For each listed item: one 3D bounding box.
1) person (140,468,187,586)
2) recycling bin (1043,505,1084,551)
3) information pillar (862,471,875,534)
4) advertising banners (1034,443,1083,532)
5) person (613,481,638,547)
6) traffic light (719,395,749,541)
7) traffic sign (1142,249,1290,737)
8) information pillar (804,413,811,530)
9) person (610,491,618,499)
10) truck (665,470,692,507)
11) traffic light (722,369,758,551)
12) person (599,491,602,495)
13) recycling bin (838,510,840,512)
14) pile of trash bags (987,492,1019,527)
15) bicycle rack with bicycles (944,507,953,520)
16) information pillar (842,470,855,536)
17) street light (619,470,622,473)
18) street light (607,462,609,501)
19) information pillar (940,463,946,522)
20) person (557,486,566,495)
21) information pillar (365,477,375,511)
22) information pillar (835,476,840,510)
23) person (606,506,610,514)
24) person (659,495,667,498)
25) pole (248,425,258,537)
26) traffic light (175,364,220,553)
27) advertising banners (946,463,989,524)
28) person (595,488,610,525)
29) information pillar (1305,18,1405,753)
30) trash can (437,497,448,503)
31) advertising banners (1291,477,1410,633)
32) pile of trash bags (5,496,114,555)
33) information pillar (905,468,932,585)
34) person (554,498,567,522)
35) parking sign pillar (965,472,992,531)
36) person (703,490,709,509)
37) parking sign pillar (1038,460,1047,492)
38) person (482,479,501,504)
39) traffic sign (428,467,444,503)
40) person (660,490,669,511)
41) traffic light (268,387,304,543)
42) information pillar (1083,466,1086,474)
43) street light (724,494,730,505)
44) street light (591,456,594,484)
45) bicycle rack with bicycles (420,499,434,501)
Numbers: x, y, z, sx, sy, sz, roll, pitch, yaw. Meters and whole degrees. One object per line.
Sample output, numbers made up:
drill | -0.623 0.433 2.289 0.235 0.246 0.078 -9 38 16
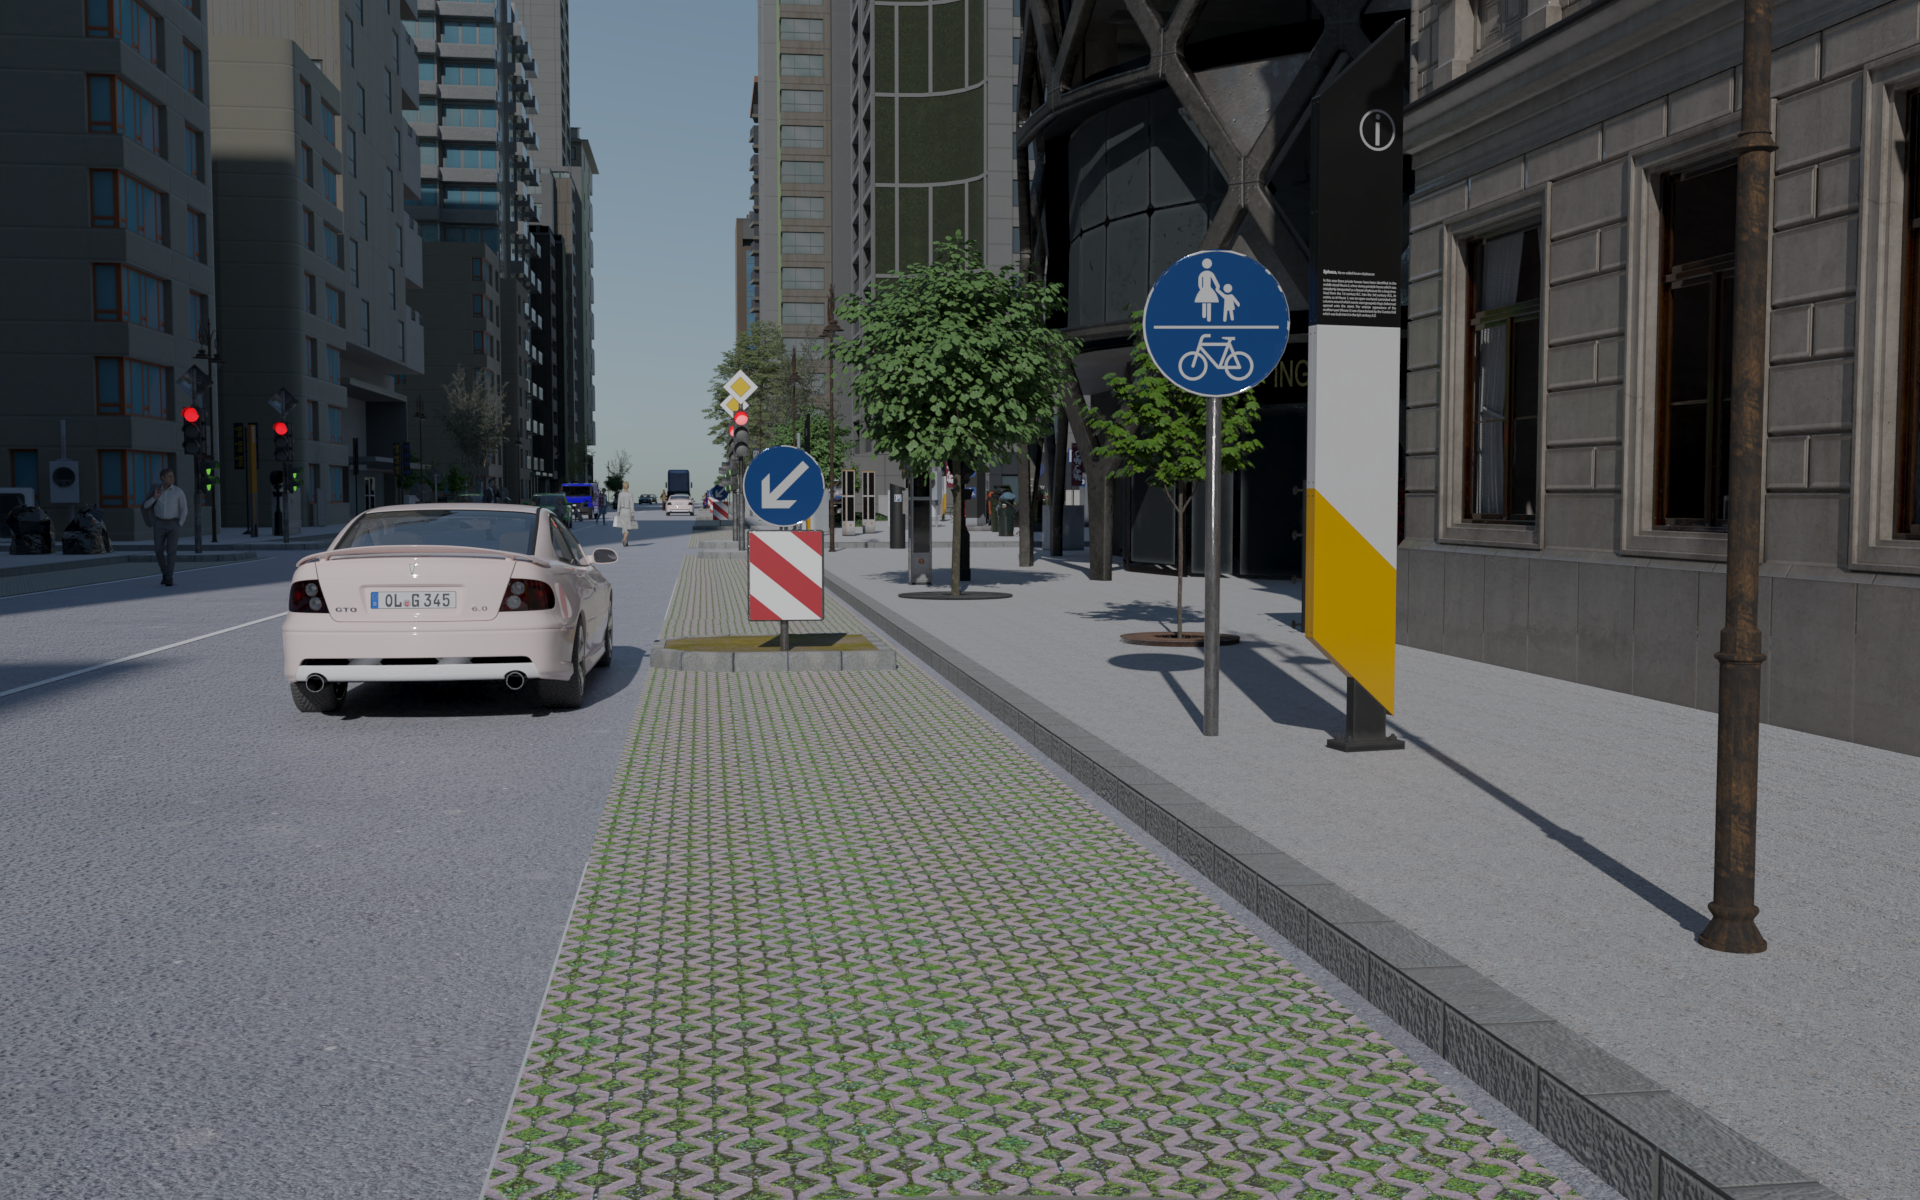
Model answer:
person | -12.488 -1.136 27.182 0.679 1.850 0.850 -1 4 -17
recycling bin | 2.366 -1.658 39.655 0.722 1.027 0.722 -2 4 -30
information pillar | -2.953 -3.154 56.057 0.304 2.012 0.304 -3 5 -41
advertising banners | 3.296 -3.833 58.854 2.074 3.025 0.090 -1 4 -15
person | -9.127 -2.341 47.126 0.694 1.780 0.624 2 4 30
traffic light | -6.136 -3.557 47.072 0.839 4.253 0.868 -1 4 -8
traffic sign | 1.335 -0.551 9.123 0.768 2.556 0.104 0 4 0
information pillar | -4.419 -3.598 50.186 0.183 3.616 0.504 -1 4 -16
person | -36.928 -10.835 185.784 0.705 1.807 1.348 3 5 42
truck | -29.968 -11.888 184.132 2.967 4.110 18.799 -1 4 -9
traffic light | -4.968 -3.074 39.173 0.839 4.253 0.868 -1 4 -8
person | -38.592 -10.853 186.043 1.348 1.812 0.705 0 4 6
recycling bin | -7.228 -5.164 96.992 0.722 1.027 0.722 -3 4 -39
pile of trash bags | 1.888 -3.480 66.648 1.912 1.369 3.447 2 4 23
bicycle rack with bicycles | 0.654 -4.503 87.009 2.925 0.926 2.852 -3 4 -38
information pillar | -3.396 -2.949 52.709 0.304 2.012 0.304 -2 4 -30
street light | -53.072 -18.205 270.437 0.468 5.910 1.993 -1 4 -8
street light | -48.056 -16.147 236.791 0.468 5.910 1.993 -1 4 -8
information pillar | -0.770 -5.481 80.971 0.183 3.616 0.504 -1 4 -18
person | -17.981 -4.236 77.856 0.616 1.811 0.778 -2 4 -24
information pillar | -26.089 -4.409 76.586 0.304 2.012 0.304 2 4 32
information pillar | -6.134 -5.765 85.618 0.504 3.616 0.183 3 5 44
person | -24.330 -6.340 117.656 1.012 1.151 0.738 0 4 1
person | -41.438 -14.285 242.189 1.348 1.807 0.705 2 4 26
pole | -20.894 -3.507 51.185 0.158 3.312 0.155 0 3 0
traffic light | -16.501 -2.969 37.457 0.839 4.253 0.868 -1 4 -8
advertising banners | 0.326 -4.837 75.270 2.074 3.025 0.090 0 4 4
person | -16.488 -4.313 79.850 0.643 1.720 0.563 2 4 30
information pillar | 1.967 -1.054 8.593 0.504 3.616 0.183 -1 4 -19
trash can | -29.220 -5.259 97.642 0.748 1.137 0.748 0 3 0
advertising banners | 4.077 -1.220 16.135 2.074 3.025 0.090 -1 4 -14
pile of trash bags | -20.034 -1.681 37.230 3.447 1.369 1.912 0 4 -4
information pillar | -0.566 -1.222 24.475 0.304 2.012 0.304 -1 4 -10
person | -14.044 -2.943 60.893 0.640 1.303 0.475 3 5 41
parking sign pillar | 0.543 -4.384 60.157 1.447 3.967 1.447 1 4 14
person | -24.366 -9.683 166.827 0.705 1.822 1.348 3 4 37
parking sign pillar | 4.357 -6.828 100.111 1.447 3.967 1.447 -1 4 -9
person | -14.508 -2.804 53.715 0.474 1.900 0.648 0 4 1
traffic sign | -24.926 -5.033 82.397 0.768 2.556 0.104 0 4 -7
person | -25.295 -8.535 148.135 0.705 1.812 1.348 1 4 23
traffic light | -17.670 -3.452 45.357 0.839 4.253 0.868 -1 4 -8
information pillar | 6.379 -5.920 88.150 0.183 3.616 0.504 -3 4 -36
street light | -28.374 -14.565 210.930 0.468 5.910 1.993 -1 4 -8
street light | -43.160 -14.097 203.280 0.468 5.910 1.993 -1 4 -8
bicycle rack with bicycles | -36.244 -6.380 117.702 2.852 0.926 2.925 -1 4 -23
